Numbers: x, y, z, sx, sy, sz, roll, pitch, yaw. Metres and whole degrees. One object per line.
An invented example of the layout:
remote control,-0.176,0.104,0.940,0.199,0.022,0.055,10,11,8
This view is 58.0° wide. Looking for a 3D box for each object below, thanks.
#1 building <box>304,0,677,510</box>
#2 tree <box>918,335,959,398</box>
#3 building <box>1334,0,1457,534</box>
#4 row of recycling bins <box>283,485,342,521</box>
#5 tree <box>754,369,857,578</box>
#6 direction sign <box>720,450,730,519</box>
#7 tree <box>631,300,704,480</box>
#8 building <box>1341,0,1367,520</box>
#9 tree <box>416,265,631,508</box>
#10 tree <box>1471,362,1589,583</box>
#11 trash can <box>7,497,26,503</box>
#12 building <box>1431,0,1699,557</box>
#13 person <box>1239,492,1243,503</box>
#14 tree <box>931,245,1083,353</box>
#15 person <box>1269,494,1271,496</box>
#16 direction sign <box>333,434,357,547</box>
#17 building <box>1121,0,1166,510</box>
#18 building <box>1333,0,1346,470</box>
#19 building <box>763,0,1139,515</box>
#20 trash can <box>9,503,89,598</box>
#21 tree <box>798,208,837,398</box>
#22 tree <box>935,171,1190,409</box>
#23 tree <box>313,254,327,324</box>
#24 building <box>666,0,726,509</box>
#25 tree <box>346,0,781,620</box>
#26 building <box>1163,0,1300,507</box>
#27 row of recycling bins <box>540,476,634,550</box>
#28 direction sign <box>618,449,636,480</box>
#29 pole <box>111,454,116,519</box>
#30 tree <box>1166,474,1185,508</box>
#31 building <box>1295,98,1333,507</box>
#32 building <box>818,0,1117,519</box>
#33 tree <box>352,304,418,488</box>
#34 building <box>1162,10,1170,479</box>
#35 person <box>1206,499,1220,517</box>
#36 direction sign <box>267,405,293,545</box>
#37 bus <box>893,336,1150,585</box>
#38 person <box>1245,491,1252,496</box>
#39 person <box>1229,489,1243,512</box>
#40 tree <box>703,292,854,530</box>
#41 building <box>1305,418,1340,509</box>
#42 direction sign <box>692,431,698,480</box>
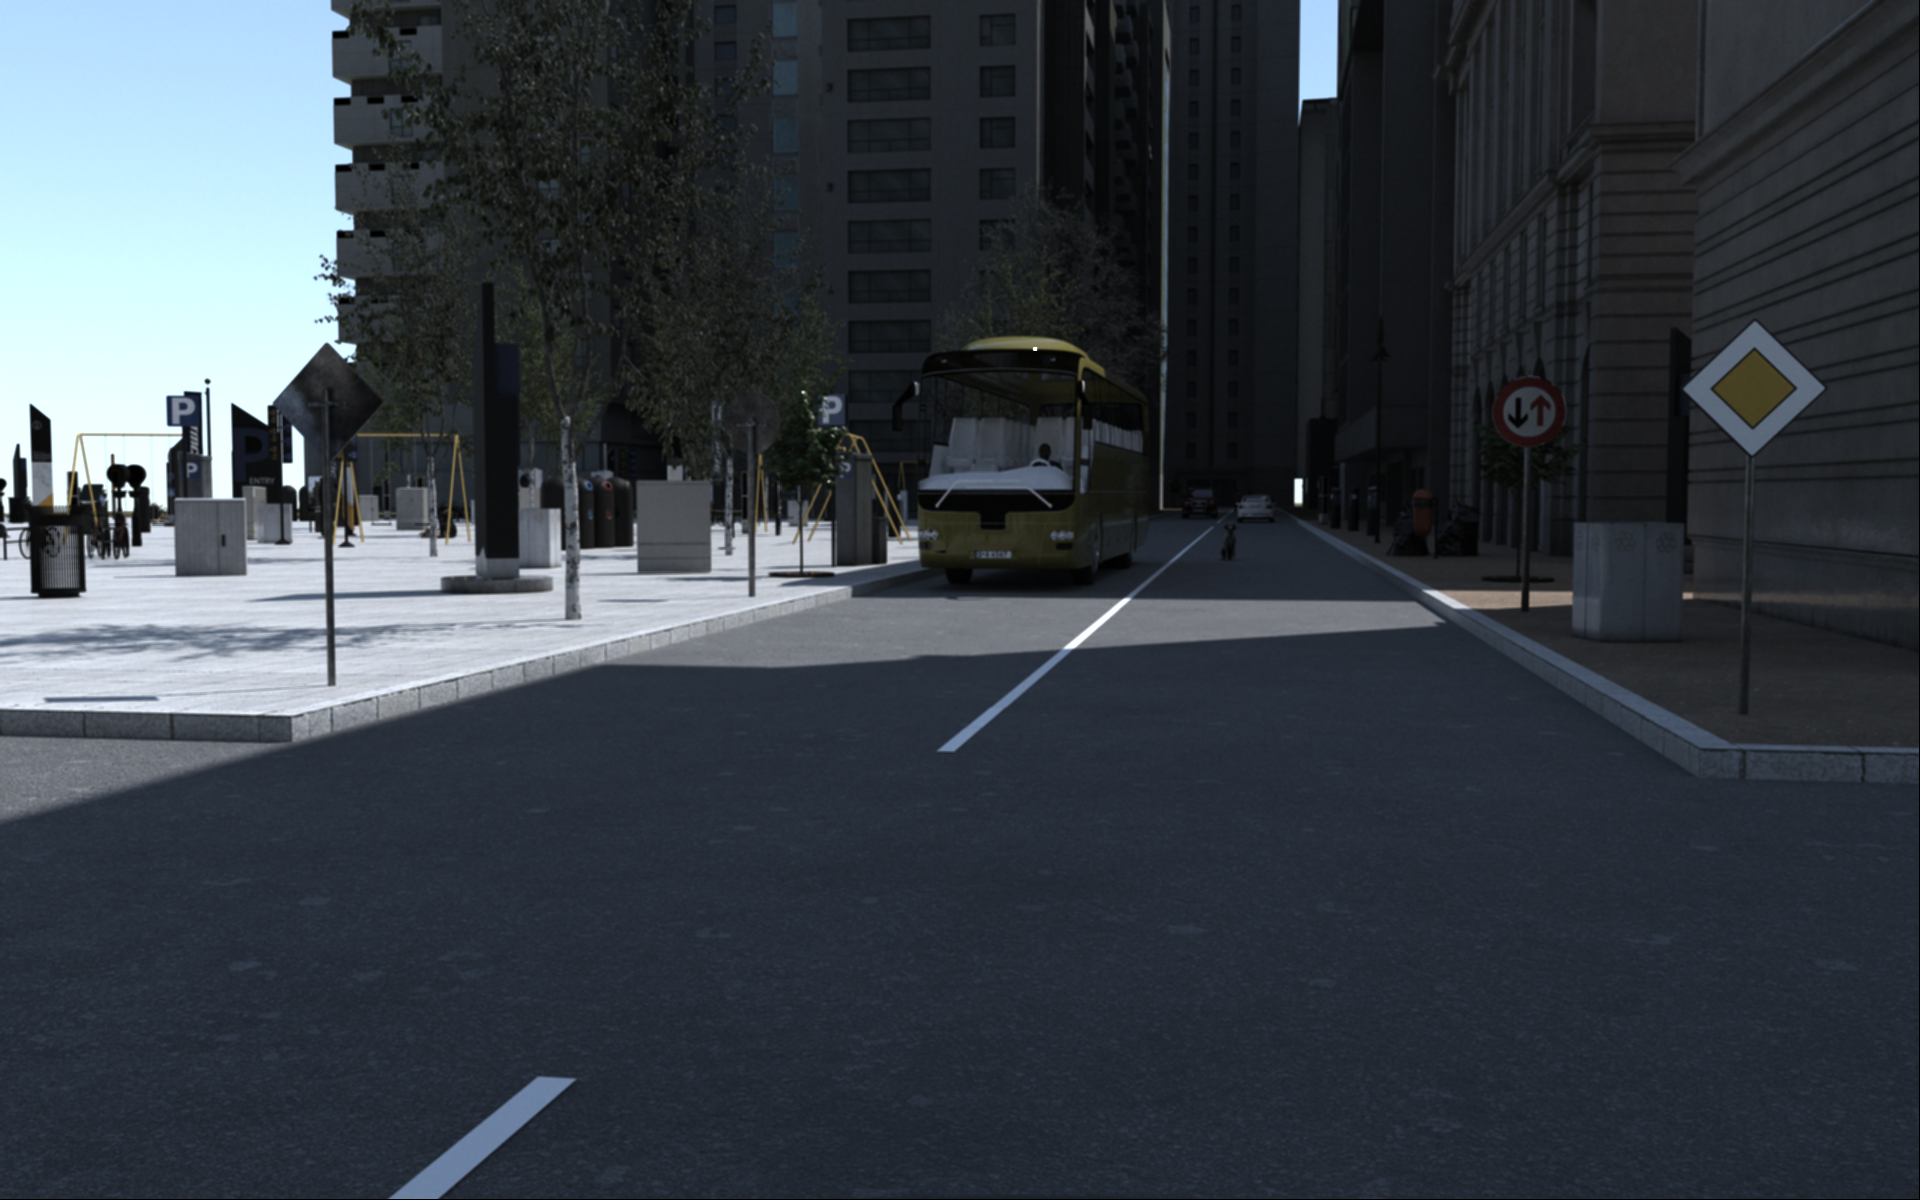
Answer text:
building,-38.731,-34.553,154.188,27.495,52.752,28.713,1,4,10
tree,0.029,-7.802,77.929,4.360,8.622,3.978,0,3,0
building,22.765,-15.226,68.014,14.314,24.678,30.058,1,4,10
row of recycling bins,-30.549,-4.608,82.449,3.534,1.692,1.069,-2,4,-28
tree,-2.424,-1.971,26.832,1.663,3.219,1.824,0,3,0
direction sign,-12.196,-5.945,89.196,0.876,3.537,0.379,-3,5,-42
tree,-10.666,-7.034,65.374,4.737,8.622,4.395,0,3,0
building,27.261,-24.913,90.918,14.154,41.232,14.086,1,4,10
tree,-13.630,-6.347,54.133,4.737,8.622,4.395,0,3,0
tree,8.376,-1.889,25.481,1.663,3.219,1.824,0,3,0
trash can,-41.440,-3.942,76.113,0.748,1.137,0.748,0,3,0
building,19.124,-12.187,41.060,13.314,21.916,24.055,1,4,10
person,24.374,-8.562,149.960,0.415,1.643,0.593,-3,5,-41
tree,1.596,-6.157,51.034,4.737,8.622,4.395,0,3,0
person,22.971,-7.207,129.564,0.421,1.427,0.697,-2,4,-35
direction sign,-14.870,-3.051,41.880,0.379,3.537,0.876,1,4,20
building,8.926,-27.802,138.163,14.154,41.232,14.086,1,4,10
building,38.157,-31.837,109.780,28.713,52.752,27.495,1,4,10
building,0.367,-30.411,116.821,23.786,49.044,30.456,1,4,10
trash can,-11.224,-0.605,21.538,0.748,1.137,0.748,0,3,0
tree,-4.769,-5.257,36.315,4.360,8.622,3.978,0,3,0
tree,3.576,-9.577,66.952,12.009,13.543,11.850,0,3,0
tree,-10.834,-5.187,35.175,4.360,8.622,3.978,0,3,0
building,-10.600,-37.391,153.337,28.212,58.520,21.231,1,4,10
tree,-3.897,-4.091,17.256,4.360,8.622,3.978,0,3,0
building,20.276,-38.924,178.403,28.212,58.520,21.231,1,4,10
row of recycling bins,-8.843,-2.072,40.986,1.069,1.692,3.534,1,4,17
direction sign,-16.754,-5.826,87.245,0.876,3.537,0.379,-2,4,-26
pole,-42.901,-5.744,87.762,0.158,3.312,0.155,0,3,0
tree,20.180,-10.270,162.517,1.663,3.219,1.824,0,3,0
building,40.669,-29.914,172.688,14.086,41.232,14.154,1,4,10
building,0.863,-19.704,93.867,14.160,30.474,14.107,1,4,10
tree,-21.031,-7.019,65.116,4.737,8.622,4.395,0,3,0
building,11.065,-30.801,153.714,14.200,45.320,14.600,1,4,10
person,15.485,-6.065,107.677,1.348,1.822,0.705,-1,4,-16
direction sign,-17.250,-3.180,43.998,0.876,3.537,0.379,2,4,30
bus,1.596,-2.395,30.701,2.896,3.916,12.252,1,4,11
person,22.378,-7.611,134.408,0.593,1.643,0.415,1,4,9
person,21.981,-7.894,137.558,1.348,1.826,0.705,-1,4,-18
tree,-5.961,-6.819,61.858,4.737,8.622,4.395,0,3,0
building,39.947,-50.505,138.421,22.319,86.520,31.000,1,4,10
direction sign,-9.147,-4.147,59.795,0.379,3.537,0.876,0,4,1
